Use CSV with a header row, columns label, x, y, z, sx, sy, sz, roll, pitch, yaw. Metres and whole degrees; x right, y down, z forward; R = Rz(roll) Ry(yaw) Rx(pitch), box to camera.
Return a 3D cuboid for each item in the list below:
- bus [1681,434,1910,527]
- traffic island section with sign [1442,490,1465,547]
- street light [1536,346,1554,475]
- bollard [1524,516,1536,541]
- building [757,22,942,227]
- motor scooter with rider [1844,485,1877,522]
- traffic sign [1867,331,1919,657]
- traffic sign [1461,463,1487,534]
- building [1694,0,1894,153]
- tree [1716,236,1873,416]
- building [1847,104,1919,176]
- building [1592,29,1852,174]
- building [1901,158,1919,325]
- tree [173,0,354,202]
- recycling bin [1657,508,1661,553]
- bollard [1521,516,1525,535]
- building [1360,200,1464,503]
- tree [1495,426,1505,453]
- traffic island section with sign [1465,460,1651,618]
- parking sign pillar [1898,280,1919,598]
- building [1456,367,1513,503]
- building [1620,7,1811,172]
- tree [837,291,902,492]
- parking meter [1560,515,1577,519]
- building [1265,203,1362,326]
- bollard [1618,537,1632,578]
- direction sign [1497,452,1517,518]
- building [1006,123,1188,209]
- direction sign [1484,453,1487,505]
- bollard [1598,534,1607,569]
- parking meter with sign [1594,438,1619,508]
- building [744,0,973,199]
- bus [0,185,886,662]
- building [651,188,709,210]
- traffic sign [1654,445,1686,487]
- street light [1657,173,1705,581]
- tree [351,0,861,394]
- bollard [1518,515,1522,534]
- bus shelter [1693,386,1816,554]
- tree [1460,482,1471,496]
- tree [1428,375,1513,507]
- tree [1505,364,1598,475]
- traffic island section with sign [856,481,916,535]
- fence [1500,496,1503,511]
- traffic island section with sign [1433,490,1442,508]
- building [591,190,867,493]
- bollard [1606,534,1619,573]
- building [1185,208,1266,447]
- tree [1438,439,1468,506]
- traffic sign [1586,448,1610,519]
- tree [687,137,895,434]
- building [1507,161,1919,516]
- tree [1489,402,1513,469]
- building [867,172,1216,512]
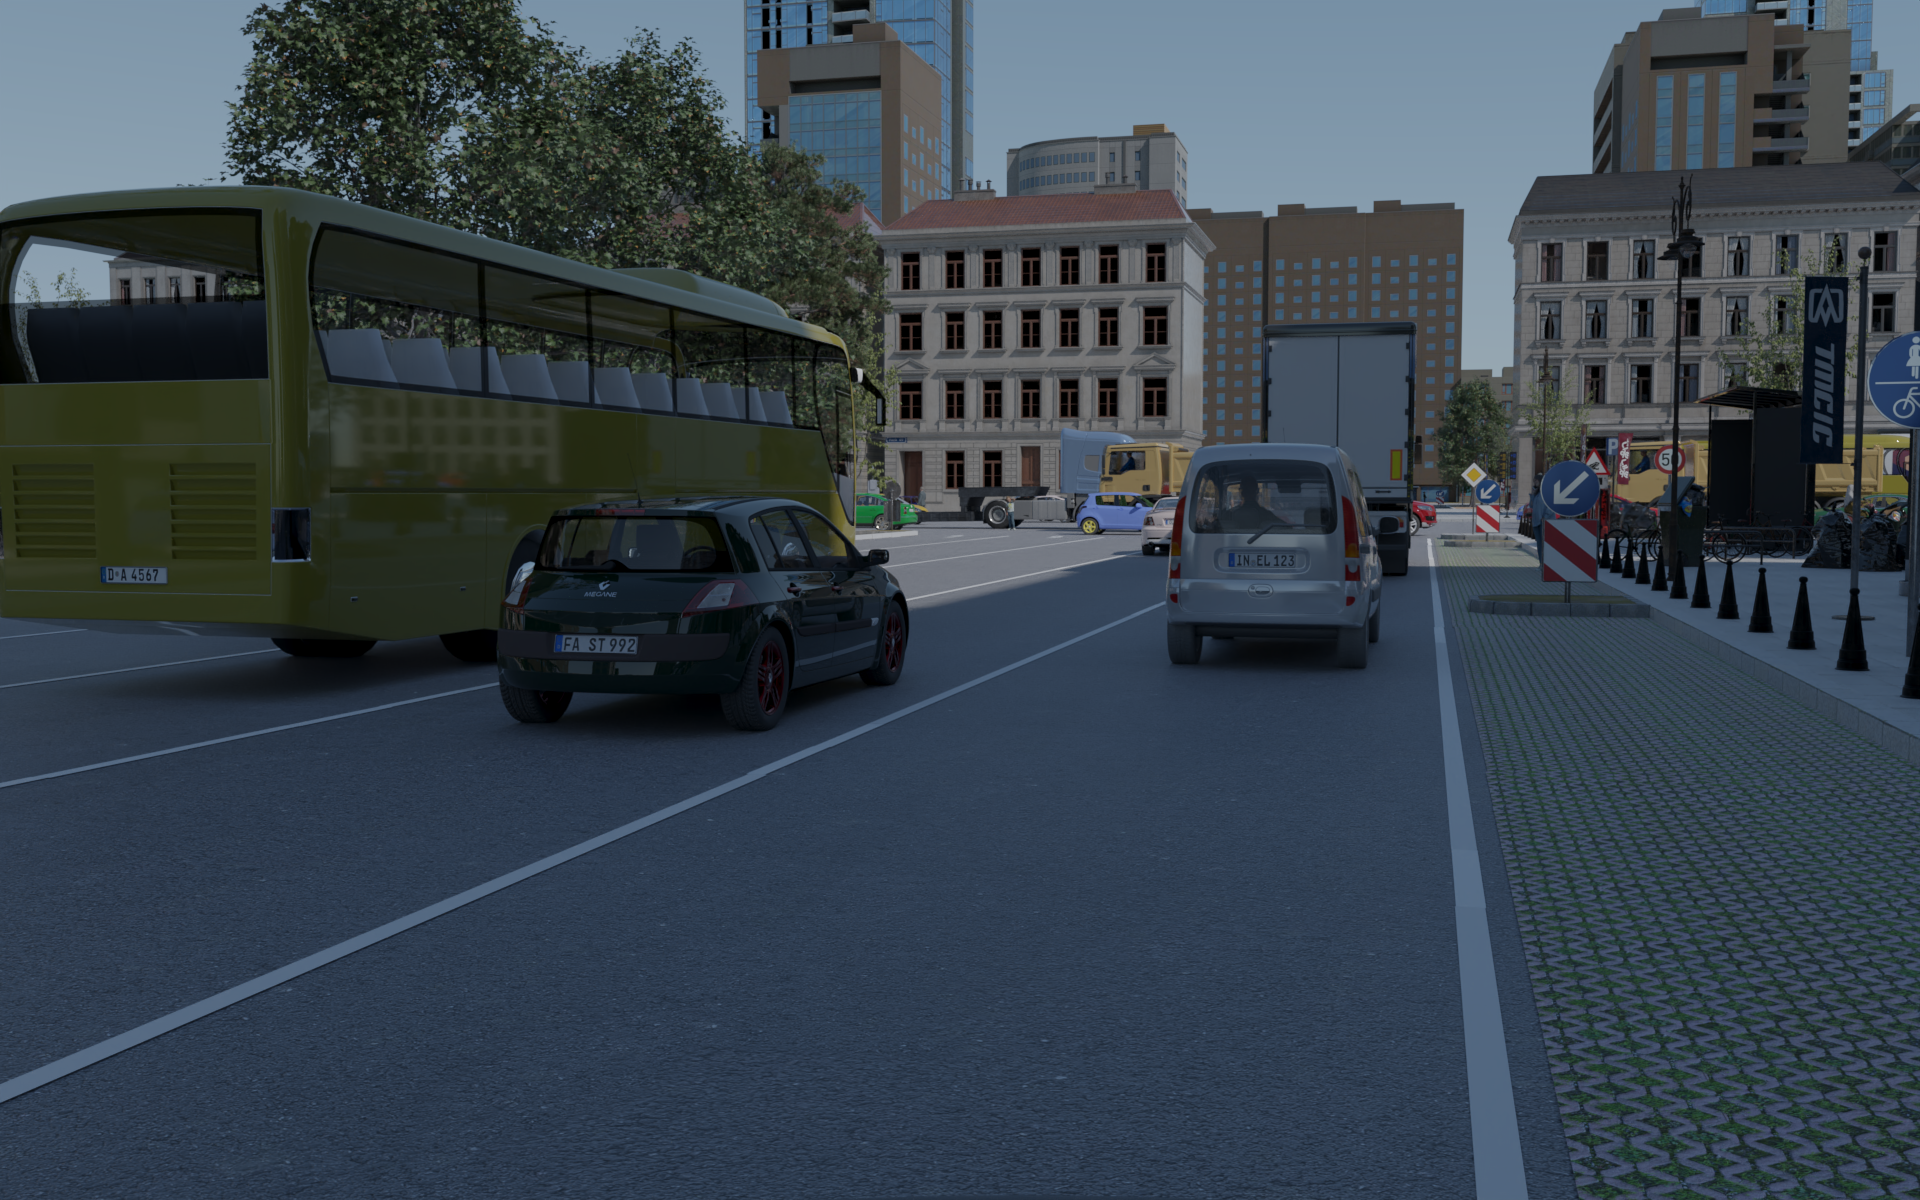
label,x,y,z,sx,sy,sz,roll,pitch,yaw
bus,34.844,-4.974,72.865,12.252,3.916,2.896,1,4,16
traffic island section with sign,14.208,-2.352,47.086,1.989,1.847,2.006,1,4,15
street light,18.261,-4.975,54.133,0.468,5.910,1.993,1,4,15
bollard,16.666,-2.109,50.525,0.229,0.601,0.229,0,3,0
building,-10.356,-31.818,170.339,14.600,45.320,14.200,1,4,15
motor scooter with rider,28.755,-2.836,55.338,1.986,1.779,0.876,1,4,16
traffic sign,7.500,-0.824,13.571,0.768,2.556,0.104,1,4,19
traffic sign,16.323,-3.145,55.061,0.795,2.450,0.064,1,4,15
building,120.190,-57.578,254.065,31.000,86.520,22.319,1,4,15
tree,24.328,-6.108,50.227,4.737,8.622,4.395,0,3,0
building,99.066,-29.000,166.032,23.993,40.220,32.217,1,4,15
building,76.644,-33.847,177.094,21.300,48.544,21.600,1,4,15
building,64.940,-16.527,99.089,19.941,23.489,11.050,1,4,15
tree,-10.047,-6.909,32.430,9.611,12.733,9.660,0,3,0
recycling bin,14.613,-1.391,35.298,0.722,1.027,0.722,1,4,19
bollard,17.126,-2.214,52.244,0.229,0.601,0.229,0,3,0
building,69.299,-37.621,265.221,14.200,45.320,14.600,1,4,15
tree,47.250,-11.946,145.675,4.737,8.622,4.395,0,3,0
traffic island section with sign,7.232,-0.759,21.045,1.989,1.847,2.006,1,4,15
parking sign pillar,12.552,-2.022,21.531,1.447,3.967,1.447,2,4,31
building,91.655,-25.755,266.135,28.899,21.520,27.650,1,4,15
building,69.164,-31.228,160.694,14.600,45.320,14.200,1,4,15
tree,-3.651,-6.388,57.269,4.737,8.622,4.395,0,3,0
parking meter,13.766,-1.883,39.198,0.372,1.533,0.369,0,3,0
building,55.497,-37.826,268.572,14.200,45.320,14.600,1,4,15
bollard,10.207,-0.634,26.407,0.229,0.601,0.229,0,3,0
direction sign,29.378,-6.172,92.913,0.876,3.537,0.379,2,4,28
building,22.192,-45.178,280.655,28.212,58.520,21.231,1,4,15
direction sign,29.013,-6.339,95.635,0.379,3.537,0.876,2,4,25
bollard,11.126,-0.844,29.845,0.229,0.601,0.229,0,3,0
parking meter with sign,19.494,-3.484,53.218,1.738,3.016,0.543,-2,4,-28
building,-11.220,-54.213,199.061,31.000,86.520,22.319,1,4,15
bus,-4.024,-1.602,17.744,2.896,3.916,12.252,1,4,16
building,-32.501,-32.242,210.757,14.086,41.232,14.154,1,4,15
traffic sign,18.312,-2.728,44.708,0.768,2.556,0.104,1,4,21
street light,10.505,-3.216,25.372,0.468,5.910,1.993,1,4,15
tree,-7.645,-7.521,42.441,9.611,12.733,9.660,0,3,0
bollard,17.590,-2.319,53.959,0.229,0.601,0.229,0,3,0
bus shelter,18.426,-3.000,40.334,1.731,3.624,6.357,1,4,15
tree,54.122,-11.710,186.065,1.663,3.219,1.824,0,3,0
tree,49.550,-15.280,166.831,9.611,12.733,9.660,0,3,0
tree,33.128,-8.936,96.460,4.737,8.622,4.395,0,3,0
traffic island section with sign,-2.555,-3.198,60.425,2.006,1.907,1.989,1,4,15
fence,42.187,-7.414,132.417,0.480,1.192,2.264,-3,5,-43
traffic island section with sign,48.594,-10.202,175.438,1.989,1.847,2.006,1,4,15
building,-14.670,-17.437,121.244,21.152,22.565,11.583,1,4,15
bollard,10.669,-0.739,28.128,0.229,0.601,0.229,0,3,0
building,41.928,-38.084,272.787,14.200,45.320,14.600,1,4,15
tree,51.976,-14.013,179.474,4.360,8.622,3.978,0,3,0
traffic sign,17.707,-2.962,48.434,0.884,2.594,0.081,1,4,16
tree,-5.425,-7.773,51.599,6.751,12.117,7.091,0,3,0
building,35.726,-15.654,106.859,40.483,20.767,10.553,1,4,15
tree,43.432,-11.291,134.972,4.360,8.622,3.978,0,3,0
building,5.820,-17.116,116.001,21.152,22.565,11.583,1,4,15
